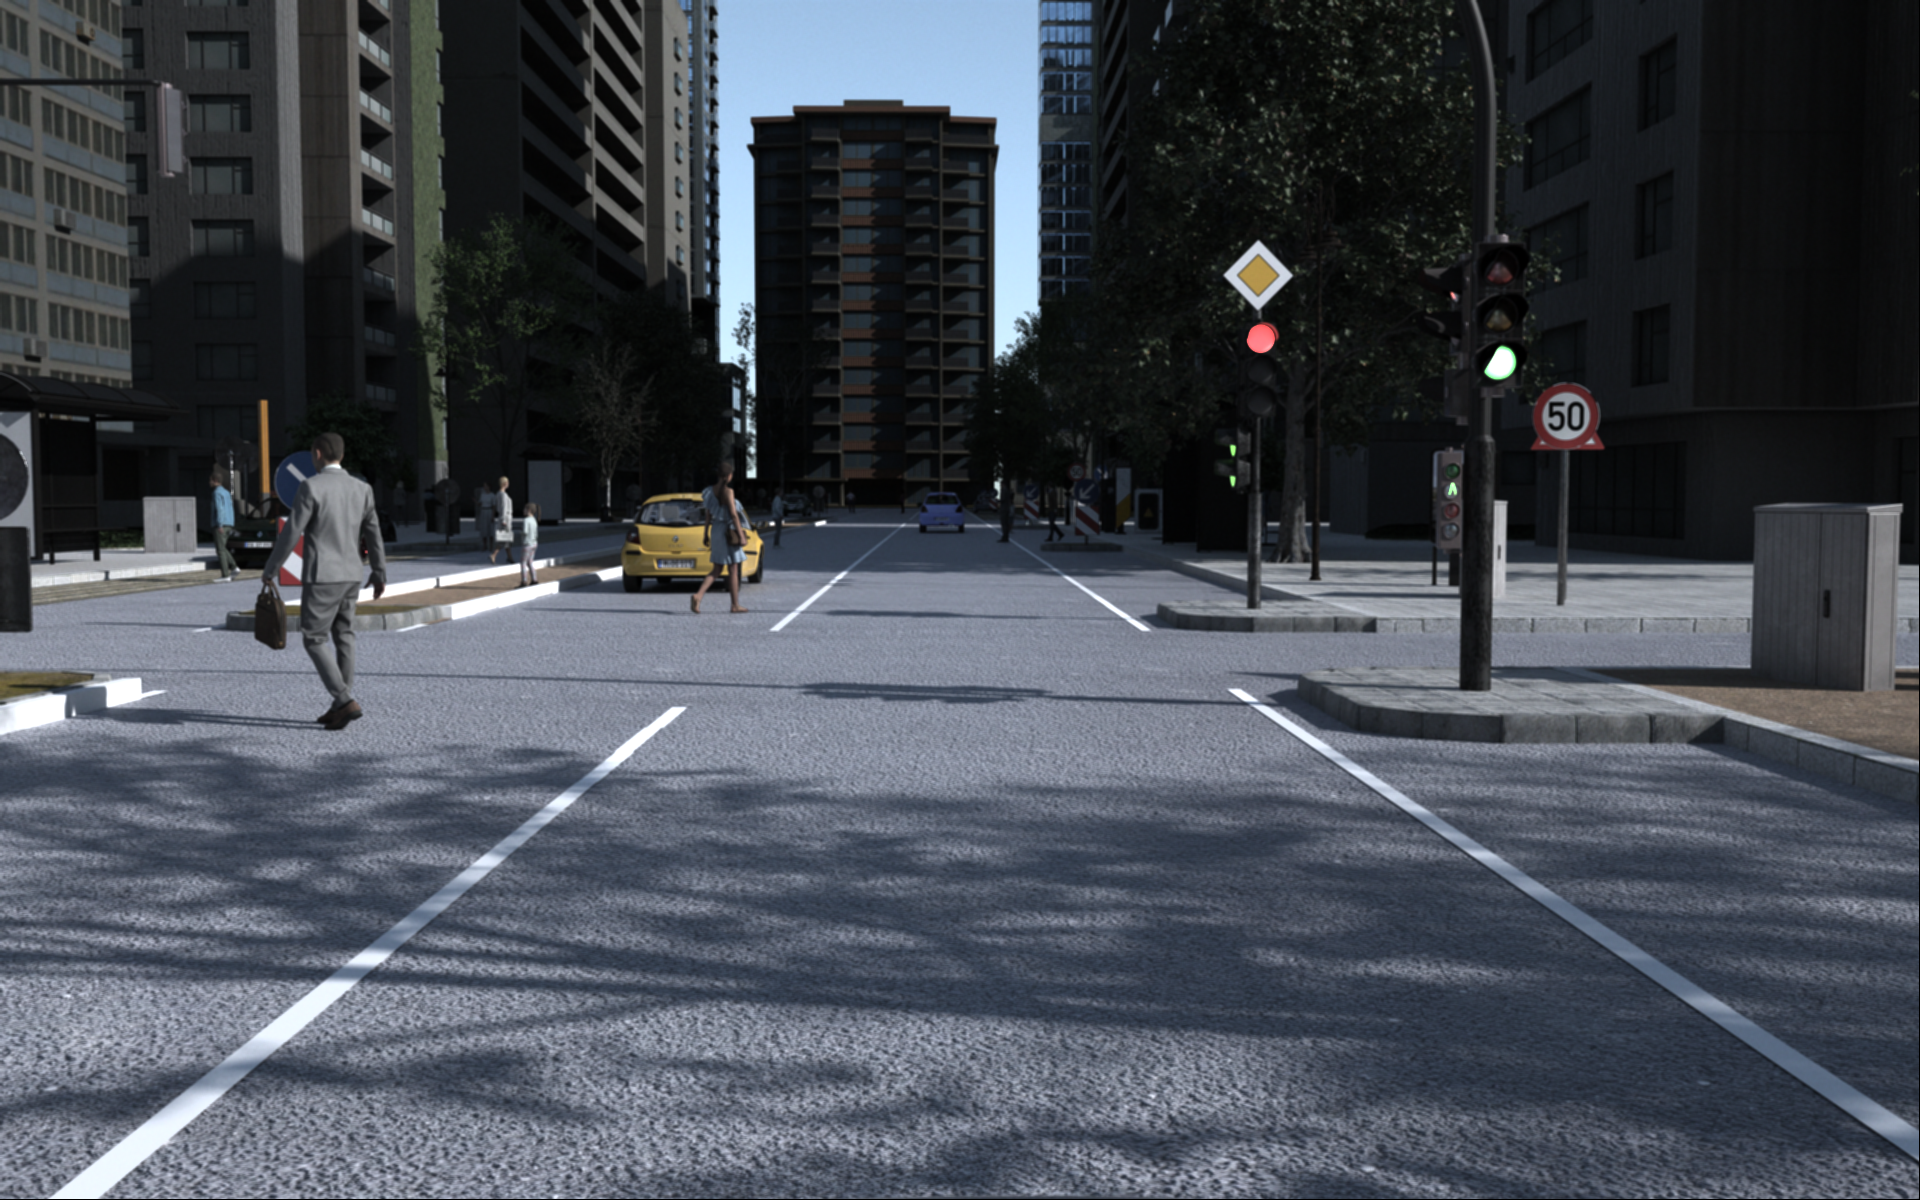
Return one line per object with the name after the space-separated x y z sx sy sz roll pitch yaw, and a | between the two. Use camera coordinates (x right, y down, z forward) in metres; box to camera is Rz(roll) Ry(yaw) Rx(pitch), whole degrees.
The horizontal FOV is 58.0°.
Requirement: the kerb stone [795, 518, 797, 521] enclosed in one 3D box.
-8.725 -4.148 90.036 0.120 0.150 1.000 0 4 -1 | kerb stone

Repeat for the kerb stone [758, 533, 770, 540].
-6.254 -2.016 55.171 0.120 0.150 1.000 0 4 -1 | kerb stone

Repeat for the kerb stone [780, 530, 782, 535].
-6.297 -2.268 59.271 0.120 0.150 1.000 0 4 -1 | kerb stone

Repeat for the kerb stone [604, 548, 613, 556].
-8.189 -1.076 39.782 0.120 0.150 1.000 0 4 -1 | kerb stone

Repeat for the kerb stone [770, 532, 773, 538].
-6.260 -2.080 56.202 0.120 0.150 1.000 0 4 -1 | kerb stone

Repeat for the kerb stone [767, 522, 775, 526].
-8.607 -3.458 78.755 0.120 0.150 1.000 0 4 -1 | kerb stone

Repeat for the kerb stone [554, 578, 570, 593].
-5.932 -0.195 25.438 0.120 0.150 1.000 0 4 -1 | kerb stone

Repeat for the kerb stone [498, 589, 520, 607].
-5.895 -0.011 22.369 0.120 0.150 1.000 0 4 -1 | kerb stone

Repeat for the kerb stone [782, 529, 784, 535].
-6.310 -2.330 60.294 0.120 0.150 1.000 0 4 -1 | kerb stone

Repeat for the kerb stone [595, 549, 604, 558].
-8.179 -1.009 38.757 0.120 0.150 1.000 0 4 -1 | kerb stone

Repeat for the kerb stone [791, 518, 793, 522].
-8.698 -4.015 87.979 0.120 0.150 1.000 0 4 -1 | kerb stone

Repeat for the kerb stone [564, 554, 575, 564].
-8.143 -0.824 35.668 0.120 0.150 1.000 0 4 -1 | kerb stone

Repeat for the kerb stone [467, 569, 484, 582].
-8.065 -0.385 28.501 0.120 0.150 1.000 0 4 -1 | kerb stone

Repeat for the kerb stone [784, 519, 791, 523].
-8.695 -3.953 86.950 0.120 0.150 1.000 0 4 -1 | kerb stone

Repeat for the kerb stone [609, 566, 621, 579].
-5.986 -0.449 29.544 0.120 0.150 1.000 0 4 -1 | kerb stone

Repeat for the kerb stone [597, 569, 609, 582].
-5.973 -0.384 28.514 0.120 0.150 1.000 0 4 -1 | kerb stone

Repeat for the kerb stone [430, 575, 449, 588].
-8.047 -0.261 26.457 0.120 0.150 1.000 0 4 -1 | kerb stone

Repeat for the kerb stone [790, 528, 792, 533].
-6.343 -2.518 63.362 0.120 0.150 1.000 0 4 -1 | kerb stone

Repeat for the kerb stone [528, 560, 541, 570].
-8.115 -0.632 32.601 0.120 0.150 1.000 0 4 -1 | kerb stone

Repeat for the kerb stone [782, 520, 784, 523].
-8.657 -3.710 82.850 0.120 0.150 1.000 0 4 -1 | kerb stone

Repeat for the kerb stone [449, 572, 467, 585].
-8.059 -0.319 27.479 0.120 0.150 1.000 0 4 -1 | kerb stone

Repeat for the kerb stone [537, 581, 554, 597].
-5.933 -0.136 24.416 0.120 0.150 1.000 0 4 -1 | kerb stone

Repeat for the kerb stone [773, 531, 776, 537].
-6.276 -2.143 57.226 0.120 0.150 1.000 0 4 -1 | kerb stone

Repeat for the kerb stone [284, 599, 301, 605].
-7.980 0.116 20.298 0.120 0.150 1.000 0 4 -1 | kerb stone

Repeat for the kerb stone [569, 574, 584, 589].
-5.953 -0.261 26.460 0.120 0.150 1.000 0 4 -1 | kerb stone

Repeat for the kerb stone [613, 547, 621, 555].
-8.206 -1.138 40.805 0.120 0.150 1.000 0 4 -1 | kerb stone

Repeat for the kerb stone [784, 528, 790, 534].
-6.327 -2.455 62.340 0.120 0.150 1.000 0 4 -1 | kerb stone

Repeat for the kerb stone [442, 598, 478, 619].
-5.876 0.114 20.325 0.120 0.150 1.000 0 4 -1 | kerb stone

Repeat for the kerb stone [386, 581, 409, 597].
-8.022 -0.136 24.412 0.120 0.150 1.000 0 4 -1 | kerb stone

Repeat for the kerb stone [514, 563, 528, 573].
-8.098 -0.574 31.579 0.120 0.150 1.000 0 4 -1 | kerb stone

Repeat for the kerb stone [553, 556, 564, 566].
-8.135 -0.761 34.646 0.120 0.150 1.000 0 4 -1 | kerb stone

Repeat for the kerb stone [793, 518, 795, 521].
-8.717 -4.087 89.013 0.120 0.150 1.000 0 4 -1 | kerb stone

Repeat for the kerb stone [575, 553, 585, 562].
-8.151 -0.887 36.691 0.120 0.150 1.000 0 4 -1 | kerb stone

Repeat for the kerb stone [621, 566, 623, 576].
-5.987 -0.511 30.573 0.120 0.150 1.000 0 4 -1 | kerb stone

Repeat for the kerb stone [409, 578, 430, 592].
-8.035 -0.198 25.435 0.120 0.150 1.000 0 4 -1 | kerb stone

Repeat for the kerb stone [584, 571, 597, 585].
-5.960 -0.324 27.492 0.120 0.150 1.000 0 4 -1 | kerb stone

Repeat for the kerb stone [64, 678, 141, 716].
-5.790 0.652 11.631 0.120 0.150 1.000 0 4 -1 | kerb stone

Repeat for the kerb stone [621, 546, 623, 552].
-8.209 -1.201 41.838 0.120 0.150 1.000 0 4 -1 | kerb stone

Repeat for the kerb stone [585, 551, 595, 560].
-8.170 -0.950 37.724 0.120 0.150 1.000 0 4 -1 | kerb stone

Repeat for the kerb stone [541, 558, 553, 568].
-8.129 -0.699 33.623 0.120 0.150 1.000 0 4 -1 | kerb stone

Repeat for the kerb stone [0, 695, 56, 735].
-5.775 0.712 10.609 0.120 0.150 1.000 0 4 -1 | kerb stone

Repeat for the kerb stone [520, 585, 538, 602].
-5.913 -0.073 23.391 0.120 0.150 1.000 0 4 -1 | kerb stone

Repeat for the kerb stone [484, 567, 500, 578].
-8.081 -0.449 29.529 0.120 0.150 1.000 0 4 -1 | kerb stone

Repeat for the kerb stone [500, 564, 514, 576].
-8.090 -0.511 30.557 0.120 0.150 1.000 0 4 -1 | kerb stone

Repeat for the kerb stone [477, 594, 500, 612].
-5.895 0.053 21.347 0.120 0.150 1.000 0 4 -1 | kerb stone

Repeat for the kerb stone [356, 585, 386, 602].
-8.013 -0.073 23.387 0.120 0.150 1.000 0 4 -1 | kerb stone
